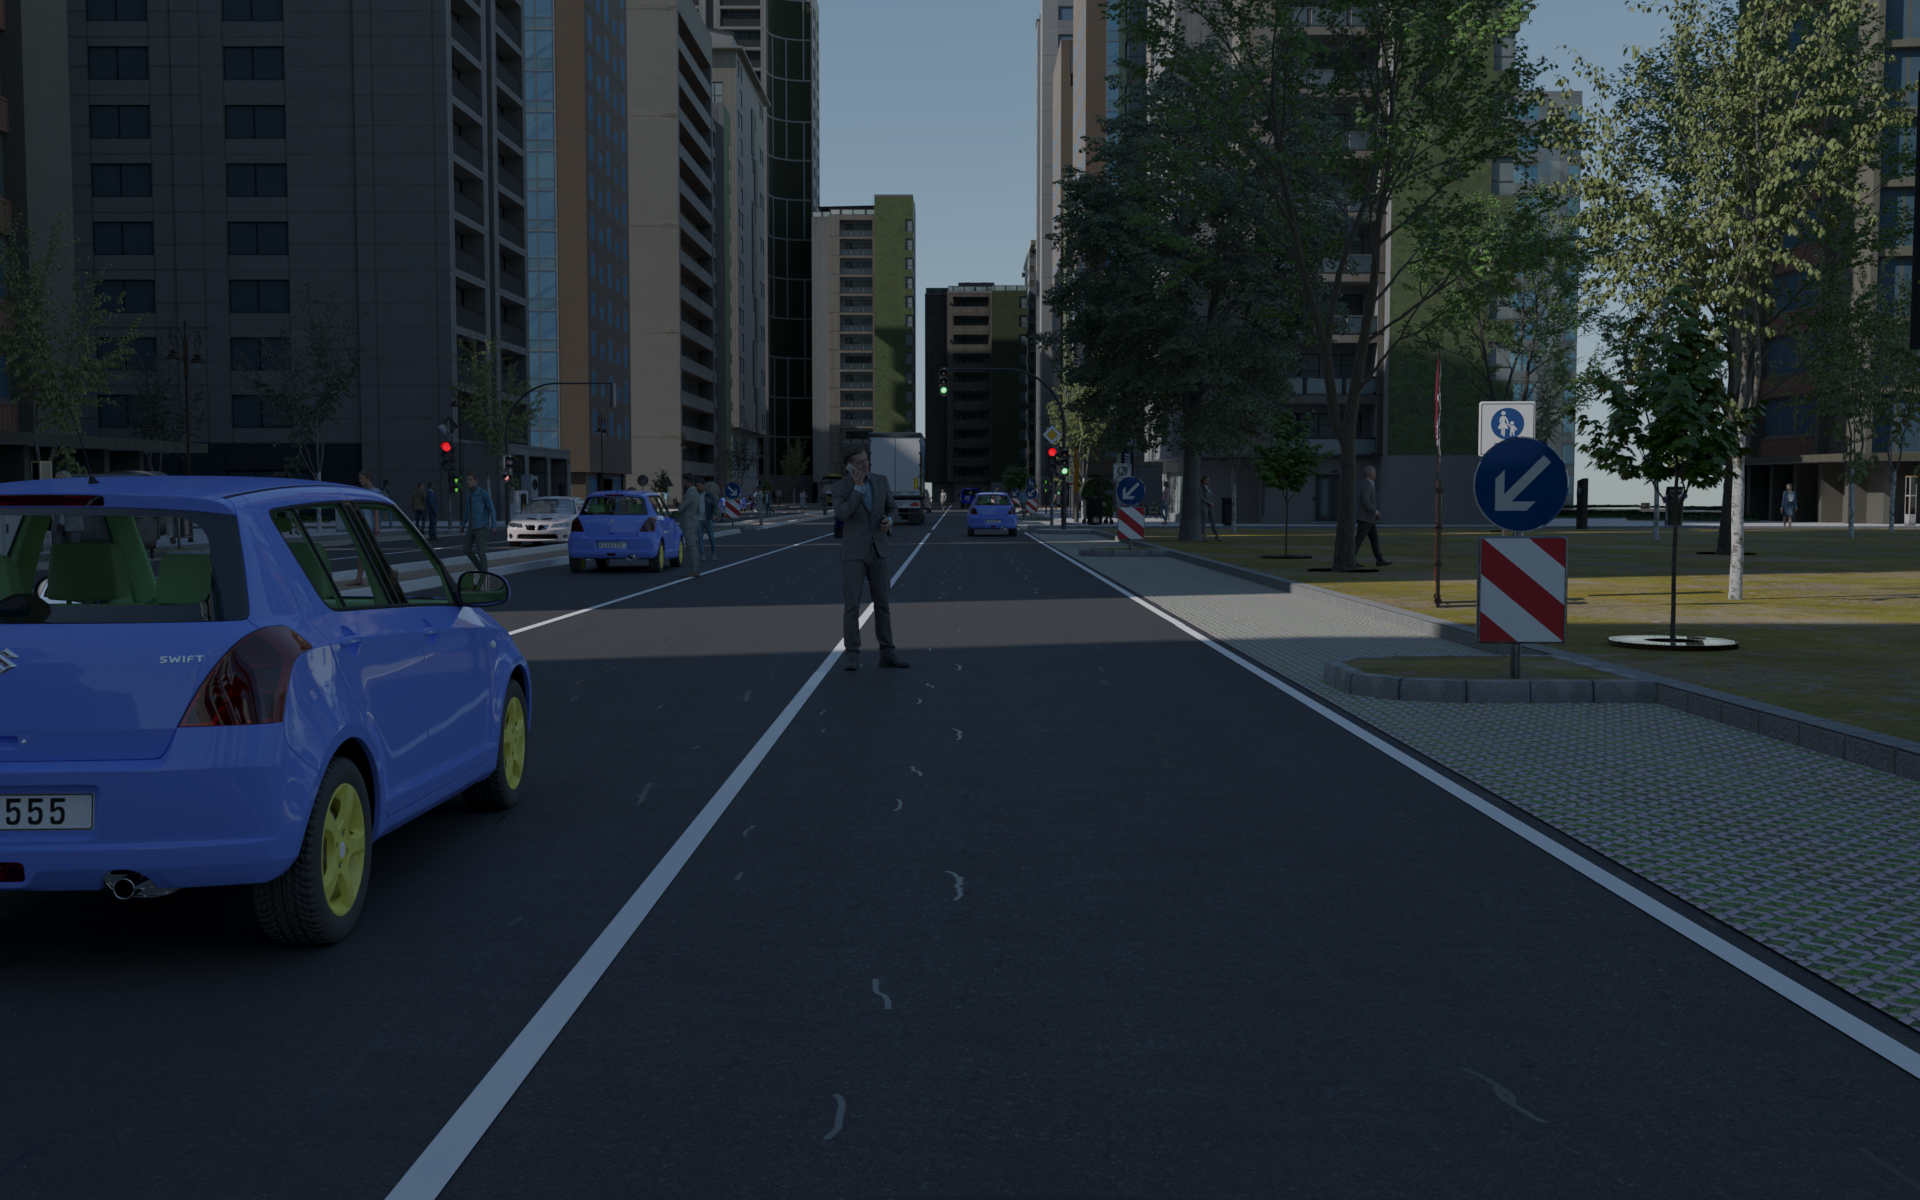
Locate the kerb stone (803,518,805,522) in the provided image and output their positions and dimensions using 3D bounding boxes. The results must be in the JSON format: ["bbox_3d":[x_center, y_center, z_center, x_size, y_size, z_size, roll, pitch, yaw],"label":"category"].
[{"bbox_3d":[-8.110,-4.033,88.136,0.120,0.150,1.000,0,3,0],"label":"kerb stone"}]

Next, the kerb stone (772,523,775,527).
[{"bbox_3d":[-8.116,-3.152,73.777,0.120,0.150,1.000,0,3,0],"label":"kerb stone"}]

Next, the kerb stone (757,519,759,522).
[{"bbox_3d":[-10.212,-3.907,86.076,0.120,0.150,1.000,0,3,0],"label":"kerb stone"}]

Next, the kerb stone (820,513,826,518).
[{"bbox_3d":[-8.111,-4.848,101.460,0.120,0.150,1.000,0,3,0],"label":"kerb stone"}]

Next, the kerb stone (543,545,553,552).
[{"bbox_3d":[-10.213,-1.238,42.435,0.120,0.150,1.000,0,3,0],"label":"kerb stone"}]

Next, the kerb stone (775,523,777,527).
[{"bbox_3d":[-8.113,-3.217,74.799,0.120,0.150,1.000,0,3,0],"label":"kerb stone"}]

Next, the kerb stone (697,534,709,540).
[{"bbox_3d":[-8.122,-1.995,54.814,0.120,0.150,1.000,0,3,0],"label":"kerb stone"}]

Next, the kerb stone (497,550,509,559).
[{"bbox_3d":[-10.220,-0.987,38.337,0.120,0.150,1.000,0,3,0],"label":"kerb stone"}]

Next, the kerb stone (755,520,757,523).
[{"bbox_3d":[-10.208,-3.844,85.052,0.120,0.150,1.000,0,3,0],"label":"kerb stone"}]

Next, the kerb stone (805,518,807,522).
[{"bbox_3d":[-8.112,-4.096,89.162,0.120,0.150,1.000,0,3,0],"label":"kerb stone"}]

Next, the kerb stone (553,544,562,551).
[{"bbox_3d":[-10.216,-1.301,43.459,0.120,0.150,1.000,0,3,0],"label":"kerb stone"}]

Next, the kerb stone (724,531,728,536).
[{"bbox_3d":[-8.116,-2.242,58.908,0.120,0.150,1.000,0,3,0],"label":"kerb stone"}]

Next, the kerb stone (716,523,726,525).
[{"bbox_3d":[-10.214,-3.154,73.769,0.120,0.150,1.000,0,3,0],"label":"kerb stone"}]

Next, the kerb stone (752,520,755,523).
[{"bbox_3d":[-10.212,-3.779,84.030,0.120,0.150,1.000,0,3,0],"label":"kerb stone"}]

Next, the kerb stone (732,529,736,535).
[{"bbox_3d":[-8.113,-2.371,60.970,0.120,0.150,1.000,0,3,0],"label":"kerb stone"}]

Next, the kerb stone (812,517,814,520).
[{"bbox_3d":[-8.113,-4.346,93.258,0.120,0.150,1.000,0,3,0],"label":"kerb stone"}]

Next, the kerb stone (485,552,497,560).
[{"bbox_3d":[-10.215,-0.925,37.313,0.120,0.150,1.000,0,3,0],"label":"kerb stone"}]

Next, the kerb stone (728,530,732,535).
[{"bbox_3d":[-8.109,-2.308,59.943,0.120,0.150,1.000,0,3,0],"label":"kerb stone"}]

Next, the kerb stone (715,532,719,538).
[{"bbox_3d":[-8.114,-2.120,56.864,0.120,0.150,1.000,0,3,0],"label":"kerb stone"}]

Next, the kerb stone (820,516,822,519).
[{"bbox_3d":[-8.105,-4.660,98.382,0.120,0.150,1.000,0,3,0],"label":"kerb stone"}]

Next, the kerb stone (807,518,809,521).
[{"bbox_3d":[-8.114,-4.155,90.187,0.120,0.150,1.000,0,3,0],"label":"kerb stone"}]

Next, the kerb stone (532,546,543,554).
[{"bbox_3d":[-10.213,-1.174,41.405,0.120,0.150,1.000,0,3,0],"label":"kerb stone"}]

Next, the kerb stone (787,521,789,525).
[{"bbox_3d":[-8.122,-3.531,79.935,0.120,0.150,1.000,0,3,0],"label":"kerb stone"}]

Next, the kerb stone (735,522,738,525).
[{"bbox_3d":[-10.206,-3.405,77.868,0.120,0.150,1.000,0,3,0],"label":"kerb stone"}]

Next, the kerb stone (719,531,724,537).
[{"bbox_3d":[-8.107,-2.179,57.886,0.120,0.150,1.000,0,3,0],"label":"kerb stone"}]

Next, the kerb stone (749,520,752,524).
[{"bbox_3d":[-10.211,-3.718,83.006,0.120,0.150,1.000,0,3,0],"label":"kerb stone"}]

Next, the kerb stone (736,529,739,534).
[{"bbox_3d":[-8.114,-2.434,61.992,0.120,0.150,1.000,0,3,0],"label":"kerb stone"}]

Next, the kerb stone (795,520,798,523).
[{"bbox_3d":[-8.103,-3.782,84.038,0.120,0.150,1.000,0,3,0],"label":"kerb stone"}]

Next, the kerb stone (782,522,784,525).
[{"bbox_3d":[-8.120,-3.406,77.880,0.120,0.150,1.000,0,3,0],"label":"kerb stone"}]

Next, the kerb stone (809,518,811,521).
[{"bbox_3d":[-8.107,-4.221,91.209,0.120,0.150,1.000,0,3,0],"label":"kerb stone"}]

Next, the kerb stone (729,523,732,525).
[{"bbox_3d":[-10.210,-3.280,75.822,0.120,0.150,1.000,0,3,0],"label":"kerb stone"}]

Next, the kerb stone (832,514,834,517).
[{"bbox_3d":[-8.109,-5.223,107.595,0.120,0.150,1.000,0,3,0],"label":"kerb stone"}]

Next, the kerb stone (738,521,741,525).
[{"bbox_3d":[-10.215,-3.460,78.891,0.120,0.150,1.000,0,3,0],"label":"kerb stone"}]

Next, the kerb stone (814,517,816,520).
[{"bbox_3d":[-8.103,-4.405,94.281,0.120,0.150,1.000,0,3,0],"label":"kerb stone"}]

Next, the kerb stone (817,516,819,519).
[{"bbox_3d":[-8.105,-4.534,96.328,0.120,0.150,1.000,0,3,0],"label":"kerb stone"}]

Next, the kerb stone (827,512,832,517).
[{"bbox_3d":[-8.108,-5.161,106.572,0.120,0.150,1.000,0,3,0],"label":"kerb stone"}]

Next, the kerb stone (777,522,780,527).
[{"bbox_3d":[-8.104,-3.276,75.828,0.120,0.150,1.000,0,3,0],"label":"kerb stone"}]

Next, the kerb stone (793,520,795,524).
[{"bbox_3d":[-8.114,-3.720,83.011,0.120,0.150,1.000,0,3,0],"label":"kerb stone"}]

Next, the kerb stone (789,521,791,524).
[{"bbox_3d":[-8.109,-3.591,80.962,0.120,0.150,1.000,0,3,0],"label":"kerb stone"}]

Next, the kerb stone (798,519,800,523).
[{"bbox_3d":[-8.108,-3.845,85.061,0.120,0.150,1.000,0,3,0],"label":"kerb stone"}]

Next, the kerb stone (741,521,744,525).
[{"bbox_3d":[-10.210,-3.530,79.916,0.120,0.150,1.000,0,3,0],"label":"kerb stone"}]

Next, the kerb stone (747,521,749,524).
[{"bbox_3d":[-10.214,-3.656,81.973,0.120,0.150,1.000,0,3,0],"label":"kerb stone"}]

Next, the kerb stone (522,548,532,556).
[{"bbox_3d":[-10.211,-1.112,40.381,0.120,0.150,1.000,0,3,0],"label":"kerb stone"}]

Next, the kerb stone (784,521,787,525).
[{"bbox_3d":[-8.112,-3.469,78.913,0.120,0.150,1.000,0,3,0],"label":"kerb stone"}]

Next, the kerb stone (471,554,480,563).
[{"bbox_3d":[-10.213,-0.862,36.286,0.120,0.150,1.000,0,3,0],"label":"kerb stone"}]

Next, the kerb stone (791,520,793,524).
[{"bbox_3d":[-8.115,-3.656,81.985,0.120,0.150,1.000,0,3,0],"label":"kerb stone"}]

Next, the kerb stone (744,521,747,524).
[{"bbox_3d":[-10.211,-3.593,80.945,0.120,0.150,1.000,0,3,0],"label":"kerb stone"}]

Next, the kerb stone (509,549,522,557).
[{"bbox_3d":[-10.209,-1.050,39.359,0.120,0.150,1.000,0,3,0],"label":"kerb stone"}]

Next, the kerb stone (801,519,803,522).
[{"bbox_3d":[-8.112,-3.970,87.111,0.120,0.150,1.000,0,3,0],"label":"kerb stone"}]

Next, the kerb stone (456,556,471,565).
[{"bbox_3d":[-10.216,-0.799,35.258,0.120,0.150,1.000,0,3,0],"label":"kerb stone"}]

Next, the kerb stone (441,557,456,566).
[{"bbox_3d":[-10.217,-0.731,34.236,0.120,0.150,1.000,0,3,0],"label":"kerb stone"}]

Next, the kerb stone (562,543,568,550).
[{"bbox_3d":[-10.219,-1.360,44.481,0.120,0.150,1.000,0,3,0],"label":"kerb stone"}]

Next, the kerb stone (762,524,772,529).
[{"bbox_3d":[-8.120,-3.088,72.755,0.120,0.150,1.000,0,3,0],"label":"kerb stone"}]

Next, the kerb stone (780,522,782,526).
[{"bbox_3d":[-8.109,-3.341,76.854,0.120,0.150,1.000,0,3,0],"label":"kerb stone"}]

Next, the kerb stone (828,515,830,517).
[{"bbox_3d":[-8.105,-5.036,104.528,0.120,0.150,1.000,0,3,0],"label":"kerb stone"}]

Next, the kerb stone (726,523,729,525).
[{"bbox_3d":[-10.210,-3.217,74.796,0.120,0.150,1.000,0,3,0],"label":"kerb stone"}]
